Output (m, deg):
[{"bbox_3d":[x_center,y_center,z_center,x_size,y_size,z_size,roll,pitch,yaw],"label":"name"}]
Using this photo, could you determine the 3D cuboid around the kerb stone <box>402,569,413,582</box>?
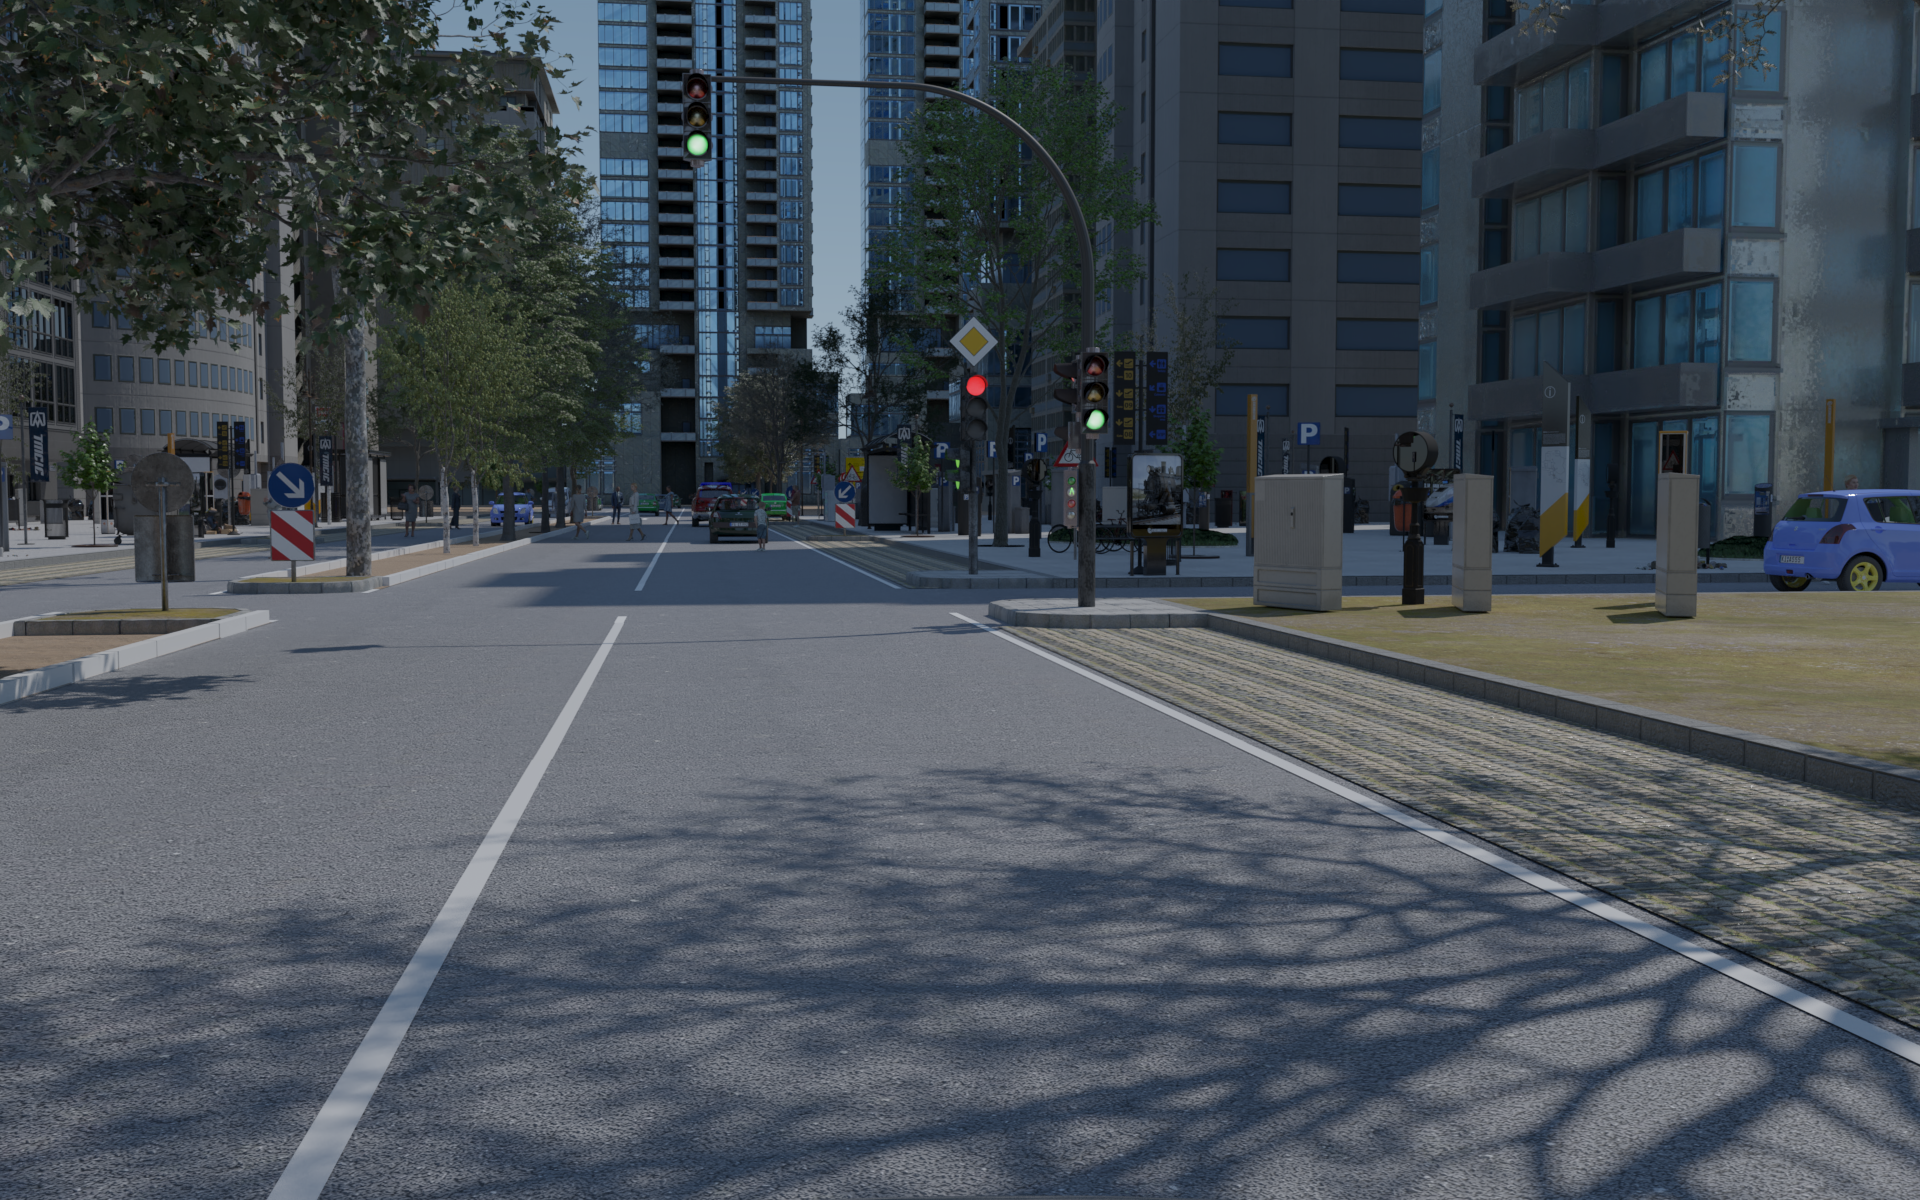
[{"bbox_3d":[-9.121,-0.373,28.298,0.120,0.150,1.000,-1,4,-9],"label":"kerb stone"}]

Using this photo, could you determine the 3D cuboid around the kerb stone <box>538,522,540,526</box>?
[{"bbox_3d":[-18.563,-3.267,75.607,0.120,0.150,1.000,-1,4,-9],"label":"kerb stone"}]

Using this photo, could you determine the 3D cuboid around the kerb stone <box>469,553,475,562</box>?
[{"bbox_3d":[-10.378,-0.861,36.419,0.120,0.150,1.000,-1,4,-9],"label":"kerb stone"}]

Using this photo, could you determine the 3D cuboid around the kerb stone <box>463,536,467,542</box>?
[{"bbox_3d":[-14.801,-1.779,51.280,0.120,0.150,1.000,-1,4,-9],"label":"kerb stone"}]

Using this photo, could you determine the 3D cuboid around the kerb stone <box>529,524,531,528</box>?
[{"bbox_3d":[-17.936,-3.018,71.553,0.120,0.150,1.000,-1,4,-9],"label":"kerb stone"}]

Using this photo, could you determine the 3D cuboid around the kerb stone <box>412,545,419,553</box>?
[{"bbox_3d":[-13.380,-1.221,42.162,0.120,0.150,1.000,-1,4,-9],"label":"kerb stone"}]

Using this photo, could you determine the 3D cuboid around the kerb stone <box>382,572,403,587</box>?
[{"bbox_3d":[-8.966,-0.311,27.288,0.120,0.150,1.000,-1,4,-9],"label":"kerb stone"}]

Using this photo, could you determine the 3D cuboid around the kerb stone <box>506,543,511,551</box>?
[{"bbox_3d":[-11.467,-1.302,43.504,0.120,0.150,1.000,-1,4,-9],"label":"kerb stone"}]

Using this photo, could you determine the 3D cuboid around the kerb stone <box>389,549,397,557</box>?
[{"bbox_3d":[-12.915,-1.033,39.116,0.120,0.150,1.000,-1,4,-9],"label":"kerb stone"}]

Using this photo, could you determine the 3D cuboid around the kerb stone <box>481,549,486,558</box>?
[{"bbox_3d":[-10.691,-0.993,38.439,0.120,0.150,1.000,-1,4,-9],"label":"kerb stone"}]

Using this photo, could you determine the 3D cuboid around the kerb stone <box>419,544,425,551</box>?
[{"bbox_3d":[-13.545,-1.283,43.171,0.120,0.150,1.000,-1,4,-9],"label":"kerb stone"}]

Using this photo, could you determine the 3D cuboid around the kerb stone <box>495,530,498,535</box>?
[{"bbox_3d":[-16.051,-2.275,59.391,0.120,0.150,1.000,-1,4,-9],"label":"kerb stone"}]

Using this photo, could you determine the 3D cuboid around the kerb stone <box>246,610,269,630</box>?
[{"bbox_3d":[-7.631,0.219,18.671,0.120,0.150,1.000,-1,4,-9],"label":"kerb stone"}]

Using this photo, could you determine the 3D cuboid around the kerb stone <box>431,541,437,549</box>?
[{"bbox_3d":[-13.859,-1.407,45.204,0.120,0.150,1.000,-1,4,-9],"label":"kerb stone"}]

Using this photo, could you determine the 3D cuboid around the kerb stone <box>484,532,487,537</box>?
[{"bbox_3d":[-15.589,-2.085,56.356,0.120,0.150,1.000,-1,4,-9],"label":"kerb stone"}]

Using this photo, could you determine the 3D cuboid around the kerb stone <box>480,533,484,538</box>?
[{"bbox_3d":[-15.430,-2.028,55.346,0.120,0.150,1.000,-1,4,-9],"label":"kerb stone"}]

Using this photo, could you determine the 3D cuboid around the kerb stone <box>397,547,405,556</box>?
[{"bbox_3d":[-13.073,-1.097,40.129,0.120,0.150,1.000,-1,4,-9],"label":"kerb stone"}]

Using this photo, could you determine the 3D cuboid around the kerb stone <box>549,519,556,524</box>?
[{"bbox_3d":[-20.132,-3.882,85.751,0.120,0.150,1.000,-1,4,-9],"label":"kerb stone"}]

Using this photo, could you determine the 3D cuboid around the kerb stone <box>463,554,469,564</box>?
[{"bbox_3d":[-10.221,-0.808,35.408,0.120,0.150,1.000,-1,4,-9],"label":"kerb stone"}]

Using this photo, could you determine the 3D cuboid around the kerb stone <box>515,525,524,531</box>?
[{"bbox_3d":[-17.460,-2.833,68.519,0.120,0.150,1.000,-1,4,-9],"label":"kerb stone"}]

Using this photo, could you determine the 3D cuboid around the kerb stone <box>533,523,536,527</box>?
[{"bbox_3d":[-18.244,-3.143,73.587,0.120,0.150,1.000,-1,4,-9],"label":"kerb stone"}]

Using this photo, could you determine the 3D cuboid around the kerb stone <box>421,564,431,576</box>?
[{"bbox_3d":[-9.440,-0.498,30.334,0.120,0.150,1.000,-1,4,-9],"label":"kerb stone"}]

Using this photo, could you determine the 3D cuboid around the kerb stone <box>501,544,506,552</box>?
[{"bbox_3d":[-11.318,-1.241,42.493,0.120,0.150,1.000,-1,4,-9],"label":"kerb stone"}]

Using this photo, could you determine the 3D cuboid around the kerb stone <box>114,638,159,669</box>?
[{"bbox_3d":[-7.004,0.463,14.630,0.120,0.150,1.000,-1,4,-9],"label":"kerb stone"}]

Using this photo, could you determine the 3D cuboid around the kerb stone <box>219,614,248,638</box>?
[{"bbox_3d":[-7.474,0.277,17.660,0.120,0.150,1.000,-1,4,-9],"label":"kerb stone"}]

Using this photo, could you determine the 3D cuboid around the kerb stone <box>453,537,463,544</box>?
[{"bbox_3d":[-14.635,-1.716,50.264,0.120,0.150,1.000,-1,4,-9],"label":"kerb stone"}]

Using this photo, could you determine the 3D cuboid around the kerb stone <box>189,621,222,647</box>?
[{"bbox_3d":[-7.323,0.342,16.650,0.120,0.150,1.000,-1,4,-9],"label":"kerb stone"}]

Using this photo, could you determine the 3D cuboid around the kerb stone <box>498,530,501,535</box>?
[{"bbox_3d":[-16.213,-2.337,60.401,0.120,0.150,1.000,-1,4,-9],"label":"kerb stone"}]

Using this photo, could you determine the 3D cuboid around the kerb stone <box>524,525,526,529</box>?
[{"bbox_3d":[-17.620,-2.888,69.530,0.120,0.150,1.000,-1,4,-9],"label":"kerb stone"}]

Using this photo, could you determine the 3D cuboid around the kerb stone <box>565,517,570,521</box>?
[{"bbox_3d":[-21.843,-4.569,96.897,0.120,0.150,1.000,-1,4,-9],"label":"kerb stone"}]

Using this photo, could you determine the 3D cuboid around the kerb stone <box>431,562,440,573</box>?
[{"bbox_3d":[-9.600,-0.560,31.356,0.120,0.150,1.000,-1,4,-9],"label":"kerb stone"}]

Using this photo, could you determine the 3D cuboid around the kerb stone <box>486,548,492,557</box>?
[{"bbox_3d":[-10.846,-1.055,39.449,0.120,0.150,1.000,-1,4,-9],"label":"kerb stone"}]

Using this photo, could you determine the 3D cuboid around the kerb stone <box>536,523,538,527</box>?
[{"bbox_3d":[-18.405,-3.205,74.597,0.120,0.150,1.000,-1,4,-9],"label":"kerb stone"}]

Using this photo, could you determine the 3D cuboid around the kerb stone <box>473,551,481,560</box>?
[{"bbox_3d":[-10.536,-0.932,37.428,0.120,0.150,1.000,-1,4,-9],"label":"kerb stone"}]

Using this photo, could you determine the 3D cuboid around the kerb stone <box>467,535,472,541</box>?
[{"bbox_3d":[-14.951,-1.841,52.299,0.120,0.150,1.000,-1,4,-9],"label":"kerb stone"}]

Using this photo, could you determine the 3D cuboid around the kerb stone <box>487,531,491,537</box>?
[{"bbox_3d":[-15.740,-2.145,57.367,0.120,0.150,1.000,-1,4,-9],"label":"kerb stone"}]

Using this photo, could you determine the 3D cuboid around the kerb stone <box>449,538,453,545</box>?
[{"bbox_3d":[-14.323,-1.590,48.243,0.120,0.150,1.000,-1,4,-9],"label":"kerb stone"}]

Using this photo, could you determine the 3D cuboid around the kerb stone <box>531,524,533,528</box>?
[{"bbox_3d":[-18.087,-3.081,72.564,0.120,0.150,1.000,-1,4,-9],"label":"kerb stone"}]

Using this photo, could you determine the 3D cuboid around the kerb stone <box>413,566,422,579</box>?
[{"bbox_3d":[-9.285,-0.434,29.313,0.120,0.150,1.000,-1,4,-9],"label":"kerb stone"}]

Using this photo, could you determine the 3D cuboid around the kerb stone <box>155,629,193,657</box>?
[{"bbox_3d":[-7.160,0.401,15.640,0.120,0.150,1.000,-1,4,-9],"label":"kerb stone"}]

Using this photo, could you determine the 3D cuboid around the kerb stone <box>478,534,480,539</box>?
[{"bbox_3d":[-15.270,-1.966,54.333,0.120,0.150,1.000,-1,4,-9],"label":"kerb stone"}]

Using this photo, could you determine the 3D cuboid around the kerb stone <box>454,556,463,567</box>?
[{"bbox_3d":[-10.058,-0.746,34.398,0.120,0.150,1.000,-1,4,-9],"label":"kerb stone"}]

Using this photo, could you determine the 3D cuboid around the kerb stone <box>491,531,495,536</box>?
[{"bbox_3d":[-15.892,-2.211,58.381,0.120,0.150,1.000,-1,4,-9],"label":"kerb stone"}]

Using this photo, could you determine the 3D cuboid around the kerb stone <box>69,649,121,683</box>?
[{"bbox_3d":[-6.848,0.525,13.616,0.120,0.150,1.000,-1,4,-9],"label":"kerb stone"}]

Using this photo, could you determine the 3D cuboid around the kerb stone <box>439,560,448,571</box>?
[{"bbox_3d":[-9.756,-0.622,32.370,0.120,0.150,1.000,-1,4,-9],"label":"kerb stone"}]

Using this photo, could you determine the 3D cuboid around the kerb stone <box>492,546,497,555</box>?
[{"bbox_3d":[-11.002,-1.117,40.460,0.120,0.150,1.000,-1,4,-9],"label":"kerb stone"}]

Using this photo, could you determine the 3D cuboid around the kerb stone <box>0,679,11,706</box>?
[{"bbox_3d":[-6.540,0.653,11.596,0.120,0.150,1.000,-1,4,-9],"label":"kerb stone"}]

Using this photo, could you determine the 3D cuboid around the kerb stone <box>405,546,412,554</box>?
[{"bbox_3d":[-13.229,-1.158,41.143,0.120,0.150,1.000,-1,4,-9],"label":"kerb stone"}]

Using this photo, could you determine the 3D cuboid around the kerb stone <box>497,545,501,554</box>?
[{"bbox_3d":[-11.160,-1.179,41.476,0.120,0.150,1.000,-1,4,-9],"label":"kerb stone"}]

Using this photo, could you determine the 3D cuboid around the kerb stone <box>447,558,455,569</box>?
[{"bbox_3d":[-9.907,-0.684,33.384,0.120,0.150,1.000,-1,4,-9],"label":"kerb stone"}]

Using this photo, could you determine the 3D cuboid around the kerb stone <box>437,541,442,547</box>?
[{"bbox_3d":[-14.018,-1.469,46.214,0.120,0.150,1.000,-1,4,-9],"label":"kerb stone"}]

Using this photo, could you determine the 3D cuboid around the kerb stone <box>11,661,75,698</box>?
[{"bbox_3d":[-6.700,0.587,12.605,0.120,0.150,1.000,-1,4,-9],"label":"kerb stone"}]

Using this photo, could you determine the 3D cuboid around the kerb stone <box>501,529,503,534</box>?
[{"bbox_3d":[-16.361,-2.393,61.413,0.120,0.150,1.000,-1,4,-9],"label":"kerb stone"}]

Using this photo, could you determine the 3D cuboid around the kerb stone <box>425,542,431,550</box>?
[{"bbox_3d":[-13.702,-1.345,44.181,0.120,0.150,1.000,-1,4,-9],"label":"kerb stone"}]

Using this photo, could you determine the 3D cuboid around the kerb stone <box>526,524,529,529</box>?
[{"bbox_3d":[-17.772,-2.953,70.542,0.120,0.150,1.000,-1,4,-9],"label":"kerb stone"}]
